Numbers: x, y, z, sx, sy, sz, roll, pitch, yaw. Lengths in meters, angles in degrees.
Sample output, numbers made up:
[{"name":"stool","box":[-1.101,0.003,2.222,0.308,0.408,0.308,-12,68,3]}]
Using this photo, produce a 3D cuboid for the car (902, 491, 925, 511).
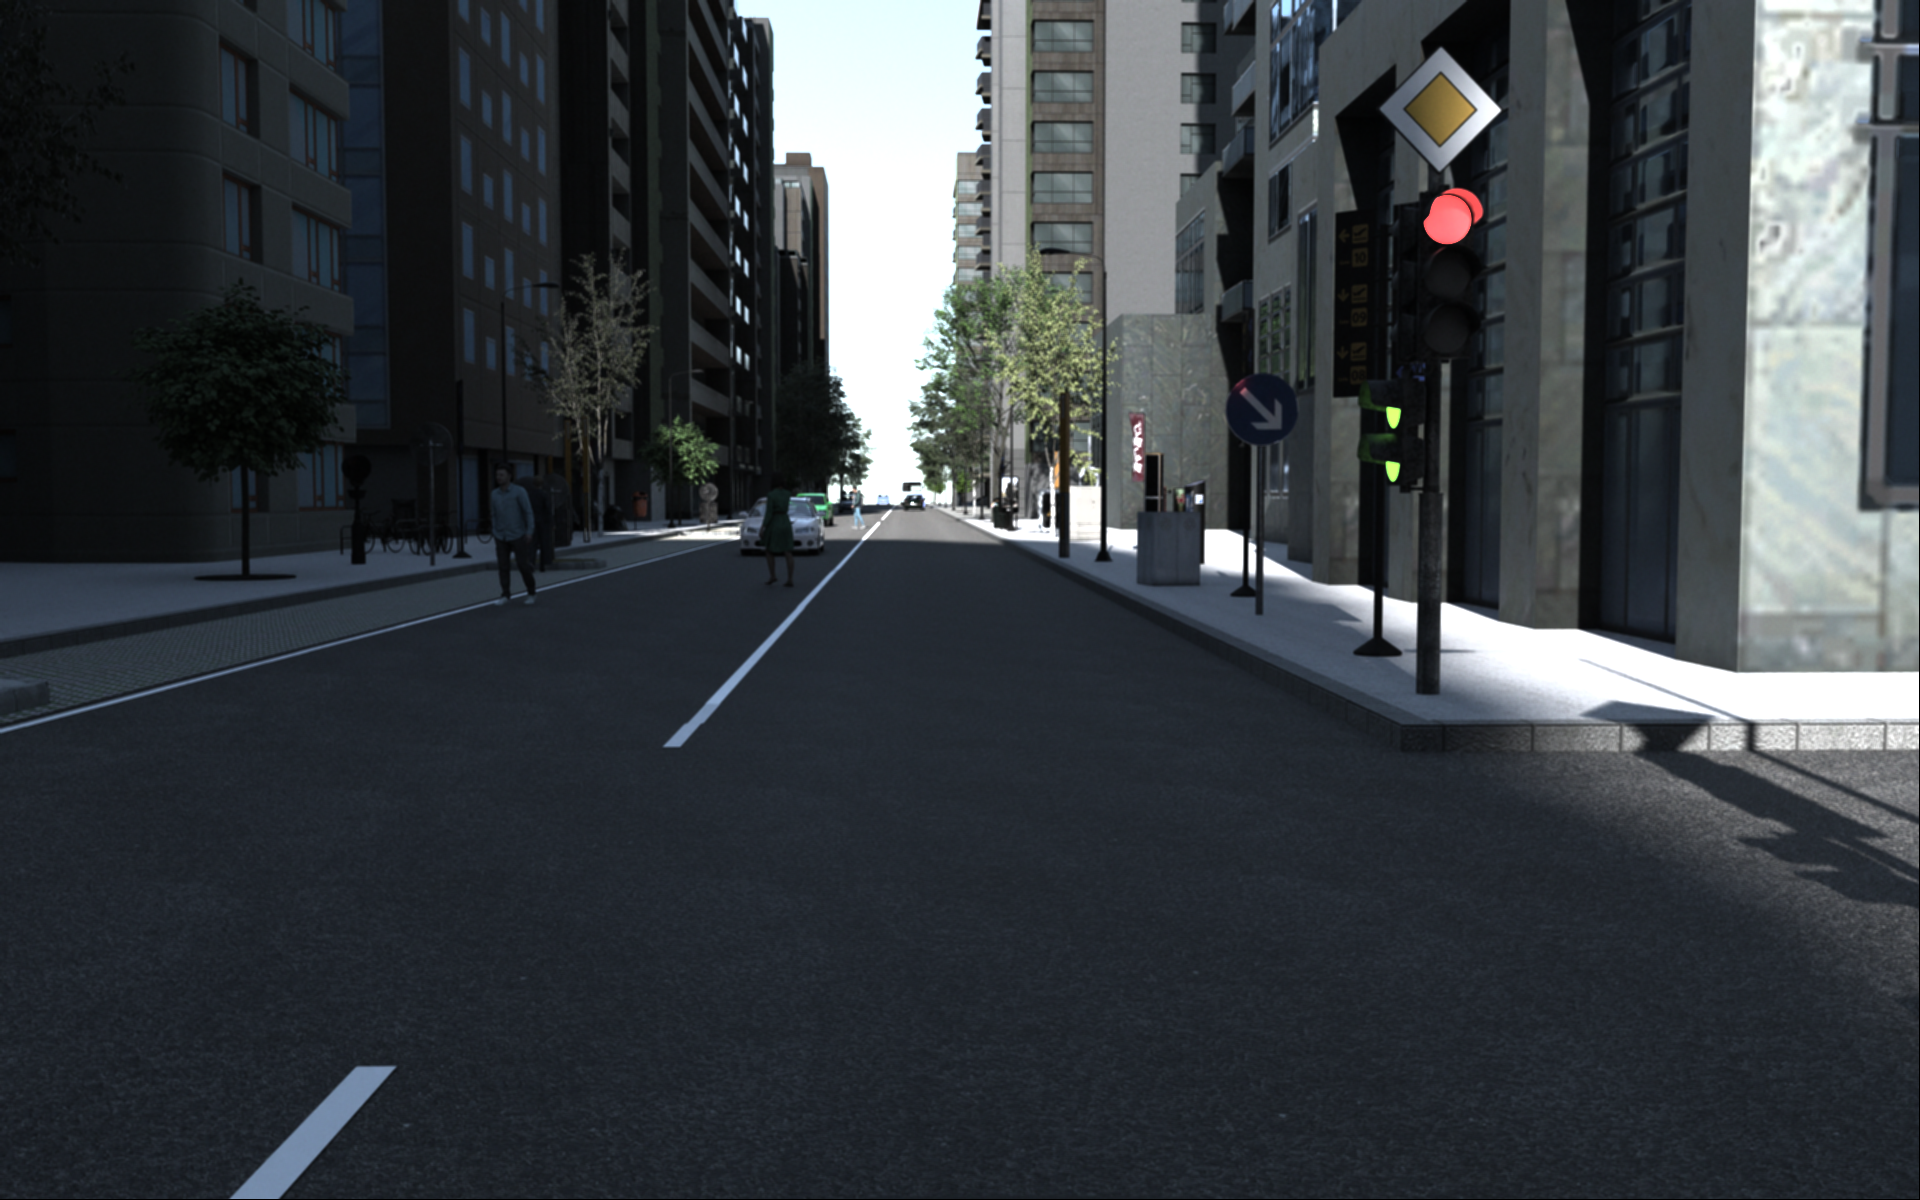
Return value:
[{"name":"car","box":[-4.021,-8.552,149.606,2.009,1.686,4.222,0,4,-2]}]

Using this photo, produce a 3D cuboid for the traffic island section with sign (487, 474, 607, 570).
[{"name":"traffic island section with sign","box":[-7.862,-1.504,33.218,1.989,1.847,2.006,0,4,-2]}]

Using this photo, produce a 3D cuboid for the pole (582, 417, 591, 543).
[{"name":"pole","box":[-9.879,-3.177,45.784,0.158,3.312,0.155,0,3,0]}]

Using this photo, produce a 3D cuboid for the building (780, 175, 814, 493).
[{"name":"building","box":[-25.703,-32.576,216.212,14.154,41.232,14.086,0,4,-2]}]

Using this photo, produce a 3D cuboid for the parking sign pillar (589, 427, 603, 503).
[{"name":"parking sign pillar","box":[-14.859,-5.007,70.330,1.447,3.967,1.447,-2,4,-24]}]

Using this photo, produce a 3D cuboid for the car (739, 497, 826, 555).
[{"name":"car","box":[-4.272,-1.814,42.018,2.083,1.381,4.827,0,4,-2]}]

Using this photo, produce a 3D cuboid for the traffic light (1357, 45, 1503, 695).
[{"name":"traffic light","box":[2.991,-1.352,11.028,0.839,4.253,0.868,0,4,-2]}]

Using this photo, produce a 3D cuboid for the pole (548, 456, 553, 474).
[{"name":"pole","box":[-15.488,-4.382,65.497,0.158,3.312,0.155,0,3,0]}]

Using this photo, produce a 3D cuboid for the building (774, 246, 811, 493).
[{"name":"building","box":[-24.904,-26.348,202.489,14.160,30.474,14.107,0,4,-2]}]

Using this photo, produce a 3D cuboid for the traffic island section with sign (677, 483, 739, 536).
[{"name":"traffic island section with sign","box":[-8.712,-3.152,60.159,1.989,1.847,2.006,0,4,-2]}]

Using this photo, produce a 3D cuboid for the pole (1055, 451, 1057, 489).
[{"name":"pole","box":[4.638,-5.446,82.884,0.158,3.312,0.155,0,3,0]}]

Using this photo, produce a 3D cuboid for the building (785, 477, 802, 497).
[{"name":"building","box":[-33.149,-30.032,182.910,32.217,40.220,23.993,0,4,-2]}]

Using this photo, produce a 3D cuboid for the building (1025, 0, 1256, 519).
[{"name":"building","box":[10.461,-19.777,95.049,14.160,30.474,14.107,0,4,-2]}]

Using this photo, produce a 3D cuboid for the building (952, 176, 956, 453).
[{"name":"building","box":[10.089,-35.268,231.257,22.147,44.769,28.867,0,4,-2]}]

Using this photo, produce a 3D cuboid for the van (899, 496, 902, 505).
[{"name":"van","box":[-6.997,-13.444,226.821,2.013,2.044,4.112,0,4,-3]}]

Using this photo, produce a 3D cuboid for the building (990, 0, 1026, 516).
[{"name":"building","box":[12.528,-35.070,115.388,21.231,58.520,28.212,0,4,-2]}]

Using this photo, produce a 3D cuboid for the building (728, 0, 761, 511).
[{"name":"building","box":[-26.752,-30.690,121.386,23.786,49.044,30.456,0,4,-2]}]

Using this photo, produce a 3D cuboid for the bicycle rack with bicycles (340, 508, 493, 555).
[{"name":"bicycle rack with bicycles","box":[-11.895,-1.473,37.472,2.852,0.926,2.925,1,4,12]}]

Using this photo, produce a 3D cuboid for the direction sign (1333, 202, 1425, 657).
[{"name":"direction sign","box":[3.337,-1.329,13.734,0.379,3.537,0.876,-3,5,-45]}]

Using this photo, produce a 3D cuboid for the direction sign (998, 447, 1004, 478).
[{"name":"direction sign","box":[1.956,-5.617,83.829,0.379,3.537,0.876,-1,4,-21]}]

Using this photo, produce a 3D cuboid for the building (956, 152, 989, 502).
[{"name":"building","box":[6.450,-32.180,209.735,14.154,41.232,14.086,0,4,-2]}]

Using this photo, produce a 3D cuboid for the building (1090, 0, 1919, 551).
[{"name":"building","box":[17.083,-45.402,54.987,22.319,86.520,31.000,0,4,-2]}]

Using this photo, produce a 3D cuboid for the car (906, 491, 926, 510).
[{"name":"car","box":[-3.963,-8.843,154.171,1.945,1.707,3.694,0,4,-2]}]

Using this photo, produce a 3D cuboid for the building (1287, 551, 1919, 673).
[{"name":"building","box":[20.715,-43.347,21.397,31.000,86.520,22.319,0,4,-2]}]

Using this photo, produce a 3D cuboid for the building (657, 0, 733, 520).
[{"name":"building","box":[-24.467,-28.855,95.481,21.300,48.544,21.600,0,4,-2]}]

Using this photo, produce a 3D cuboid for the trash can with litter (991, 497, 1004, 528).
[{"name":"trash can with litter","box":[1.413,-3.280,65.018,0.624,1.170,1.055,0,4,-6]}]

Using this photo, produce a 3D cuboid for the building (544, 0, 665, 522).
[{"name":"building","box":[-21.442,-18.739,78.091,14.160,30.474,14.107,0,4,-2]}]

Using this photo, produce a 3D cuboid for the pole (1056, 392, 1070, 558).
[{"name":"pole","box":[2.105,-2.509,34.860,0.158,3.312,0.155,0,3,0]}]

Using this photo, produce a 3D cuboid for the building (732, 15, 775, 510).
[{"name":"building","box":[-22.906,-28.158,143.985,14.154,41.232,14.086,0,4,-2]}]

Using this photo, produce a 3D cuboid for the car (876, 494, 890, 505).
[{"name":"car","box":[-10.260,-13.578,231.592,1.945,1.707,3.694,0,4,-1]}]

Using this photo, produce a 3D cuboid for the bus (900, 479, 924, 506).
[{"name":"bus","box":[-5.828,-13.218,210.971,2.948,3.499,13.247,0,4,-1]}]

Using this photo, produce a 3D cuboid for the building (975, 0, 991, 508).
[{"name":"building","box":[12.521,-30.006,145.229,22.147,44.769,28.867,0,4,-2]}]

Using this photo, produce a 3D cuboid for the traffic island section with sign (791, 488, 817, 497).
[{"name":"traffic island section with sign","box":[-10.255,-6.156,109.281,1.989,1.847,2.006,0,4,-2]}]

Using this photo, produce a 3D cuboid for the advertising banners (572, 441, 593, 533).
[{"name":"advertising banners","box":[-12.875,-3.687,56.462,2.074,3.025,0.090,1,4,15]}]

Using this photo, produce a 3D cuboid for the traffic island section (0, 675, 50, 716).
[{"name":"traffic island section","box":[-7.155,0.700,10.829,2.009,0.180,2.903,0,4,-2]}]

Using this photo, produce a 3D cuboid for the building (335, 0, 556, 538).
[{"name":"building","box":[-21.620,-24.795,55.509,14.600,45.320,14.200,0,4,-2]}]

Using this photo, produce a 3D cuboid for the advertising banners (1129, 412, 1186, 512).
[{"name":"advertising banners","box":[4.359,-2.548,37.853,2.074,3.025,0.090,-3,5,-44]}]

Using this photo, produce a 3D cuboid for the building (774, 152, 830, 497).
[{"name":"building","box":[-24.594,-35.506,230.639,14.600,45.320,14.200,0,4,-2]}]

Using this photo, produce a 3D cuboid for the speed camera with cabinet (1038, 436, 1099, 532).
[{"name":"speed camera with cabinet","box":[3.705,-3.949,58.906,2.038,3.252,0.660,0,4,6]}]

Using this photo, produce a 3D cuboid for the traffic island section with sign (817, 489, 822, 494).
[{"name":"traffic island section with sign","box":[-11.105,-7.816,136.421,1.989,1.847,2.006,0,4,-2]}]

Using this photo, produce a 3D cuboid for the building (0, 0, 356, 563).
[{"name":"building","box":[-27.660,-11.047,25.653,27.650,21.520,28.899,0,4,-2]}]

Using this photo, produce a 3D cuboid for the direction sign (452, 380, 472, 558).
[{"name":"direction sign","box":[-10.013,-2.614,34.728,0.379,3.537,0.876,-1,4,-23]}]

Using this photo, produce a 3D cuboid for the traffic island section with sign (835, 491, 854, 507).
[{"name":"traffic island section with sign","box":[-12.877,-11.278,193.030,1.989,1.847,2.006,0,4,-2]}]

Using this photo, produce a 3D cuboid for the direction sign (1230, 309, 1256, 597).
[{"name":"direction sign","box":[3.589,-1.815,21.666,0.379,3.537,0.876,0,4,1]}]

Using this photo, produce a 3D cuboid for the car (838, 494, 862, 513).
[{"name":"car","box":[-8.466,-7.456,133.904,2.014,1.417,4.499,0,4,-2]}]

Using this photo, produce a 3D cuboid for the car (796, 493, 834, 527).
[{"name":"car","box":[-6.609,-4.168,76.939,1.959,1.807,4.718,0,4,0]}]

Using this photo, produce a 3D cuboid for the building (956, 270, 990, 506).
[{"name":"building","box":[15.744,-30.499,190.546,32.217,40.220,23.993,0,4,-2]}]
